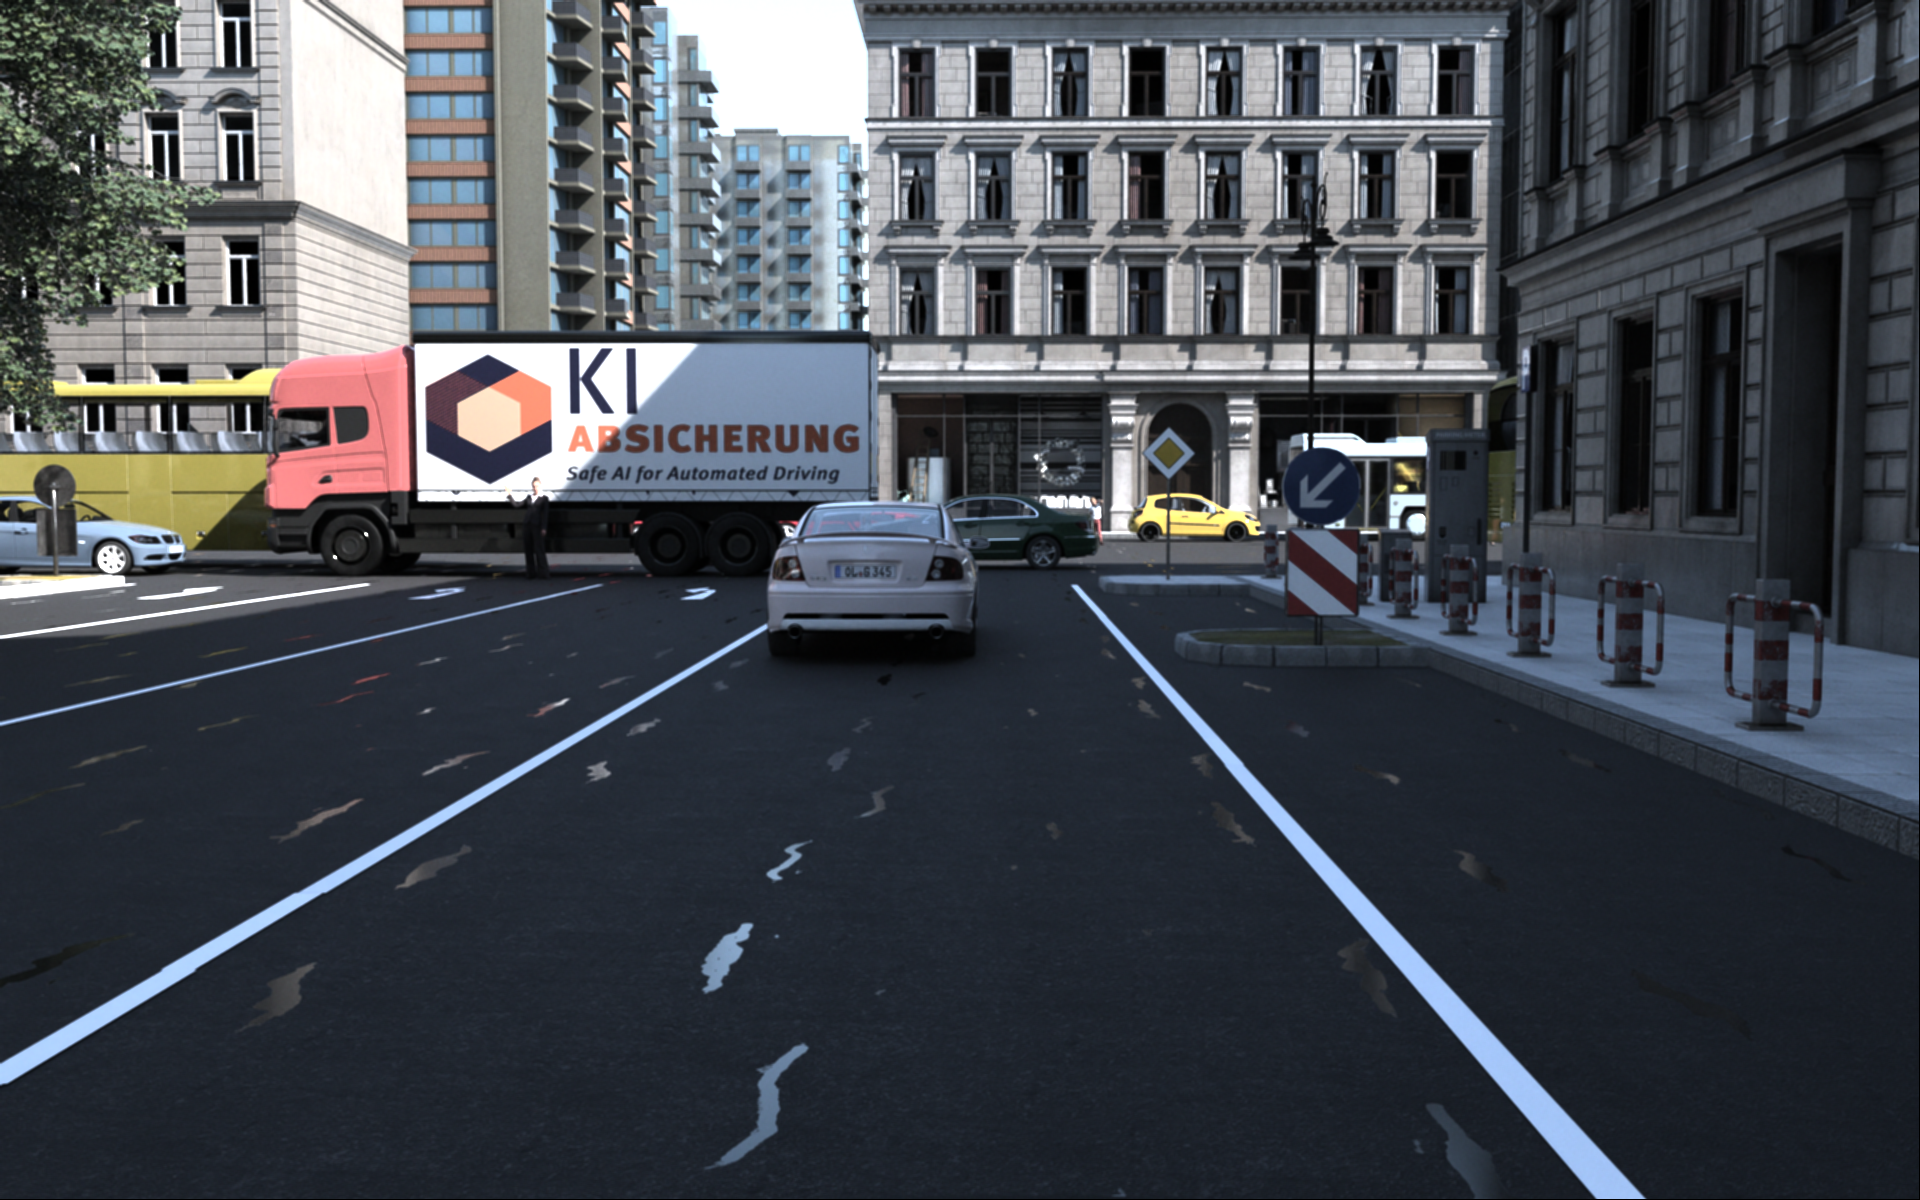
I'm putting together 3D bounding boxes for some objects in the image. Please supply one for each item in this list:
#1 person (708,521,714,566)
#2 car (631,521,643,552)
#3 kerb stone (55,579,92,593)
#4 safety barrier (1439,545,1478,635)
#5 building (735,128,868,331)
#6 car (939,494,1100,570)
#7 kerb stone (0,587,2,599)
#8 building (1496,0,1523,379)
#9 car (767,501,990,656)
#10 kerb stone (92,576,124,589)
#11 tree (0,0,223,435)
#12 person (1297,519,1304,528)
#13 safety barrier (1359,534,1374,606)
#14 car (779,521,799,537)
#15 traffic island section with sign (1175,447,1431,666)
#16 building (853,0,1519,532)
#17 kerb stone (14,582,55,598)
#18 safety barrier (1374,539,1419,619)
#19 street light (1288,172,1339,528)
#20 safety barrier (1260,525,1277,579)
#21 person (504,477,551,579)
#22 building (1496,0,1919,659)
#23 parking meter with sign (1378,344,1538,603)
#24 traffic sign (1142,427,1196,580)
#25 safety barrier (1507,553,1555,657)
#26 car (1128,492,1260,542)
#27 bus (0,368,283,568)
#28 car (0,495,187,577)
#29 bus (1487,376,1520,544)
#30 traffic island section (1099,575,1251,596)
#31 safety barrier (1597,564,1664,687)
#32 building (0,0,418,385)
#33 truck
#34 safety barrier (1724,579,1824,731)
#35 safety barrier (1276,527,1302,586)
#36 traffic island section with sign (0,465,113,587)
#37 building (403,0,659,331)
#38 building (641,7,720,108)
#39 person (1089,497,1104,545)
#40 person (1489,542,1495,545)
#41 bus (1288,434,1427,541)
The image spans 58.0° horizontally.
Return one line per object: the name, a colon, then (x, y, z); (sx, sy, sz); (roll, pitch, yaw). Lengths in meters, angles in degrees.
person: (-4.833, -1.577, 34.686); (0.661, 1.777, 0.834); (3, 4, 39)
car: (-9.089, -2.073, 42.929); (4.494, 1.783, 2.155); (0, 4, -1)
kerb stone: (-13.131, -0.197, 25.483); (0.120, 0.150, 1.000); (0, 4, 1)
safety barrier: (4.544, -0.092, 15.774); (0.300, 0.817, 1.120); (0, 4, 1)
building: (-26.575, -37.279, 229.116); (30.456, 49.044, 23.786); (0, 4, 1)
car: (0.247, -1.336, 33.646); (4.920, 1.459, 2.131); (0, 4, 2)
kerb stone: (-13.164, -0.075, 23.416); (0.120, 0.150, 1.000); (0, 4, 1)
building: (28.729, -14.954, 62.522); (19.932, 24.808, 12.078); (0, 4, 1)
car: (-0.754, -0.267, 16.731); (2.083, 1.381, 4.827); (0, 4, 1)
kerb stone: (-13.109, -0.264, 26.520); (0.120, 0.150, 1.000); (0, 4, 1)
tree: (-14.224, -6.883, 21.642); (9.857, 13.997, 8.962); (0, 3, 0)
person: (9.597, -2.384, 48.276); (0.445, 1.727, 0.742); (-1, 4, -19)
safety barrier: (4.623, -0.350, 19.993); (0.300, 0.817, 1.120); (0, 4, 1)
car: (-3.033, -2.239, 45.651); (4.494, 1.783, 2.155); (0, 4, 2)
traffic island section with sign: (2.951, -0.412, 15.360); (1.989, 1.847, 2.006); (0, 4, 1)
building: (-1.713, -12.930, 62.308); (40.483, 20.767, 10.553); (0, 4, 1)
kerb stone: (-13.147, -0.130, 24.450); (0.120, 0.150, 1.000); (0, 4, 1)
safety barrier: (4.578, -0.221, 17.881); (0.300, 0.817, 1.120); (0, 4, 1)
street light: (5.134, -3.212, 25.303); (0.468, 5.910, 1.993); (0, 4, 1)
safety barrier: (4.734, -0.737, 26.331); (0.300, 0.817, 1.120); (0, 4, 1)
person: (-7.278, -1.213, 29.131); (0.742, 1.727, 0.445); (-1, 4, -17)
building: (12.219, -9.187, 14.838); (10.561, 19.102, 19.286); (0, 4, 1)
parking meter with sign: (5.882, -1.486, 20.560); (1.738, 3.016, 0.543); (0, 4, 7)
traffic sign: (3.107, -1.358, 25.842); (0.795, 2.450, 0.064); (0, 4, 1)
safety barrier: (4.498, 0.037, 13.668); (0.300, 0.817, 1.120); (0, 4, 1)
car: (7.112, -2.596, 52.663); (3.980, 1.641, 2.015); (0, 4, 1)
bus: (-15.019, -2.632, 34.584); (12.252, 3.916, 2.896); (0, 4, 2)
car: (-16.197, -1.156, 30.896); (4.499, 1.417, 2.014); (0, 4, 1)
bus: (15.860, -2.409, 30.935); (12.252, 3.916, 2.896); (0, 4, -1)
traffic island section: (3.131, -0.223, 25.919); (2.009, 0.180, 2.903); (0, 4, 1)
safety barrier: (4.462, 0.167, 11.550); (0.300, 0.817, 1.120); (0, 4, 1)
building: (-34.472, -16.331, 64.277); (25.104, 27.353, 12.463); (0, 4, 1)
truck: (-7.119, -2.572, 30.965); (11.283, 4.237, 2.839); (0, 4, 1)
safety barrier: (4.420, 0.296, 9.439); (0.300, 0.817, 1.120); (0, 4, 1)
safety barrier: (4.696, -0.608, 24.223); (0.300, 0.817, 1.120); (0, 4, 1)
traffic island section with sign: (-14.153, -1.122, 26.477); (2.006, 1.907, 1.989); (0, 4, 1)
building: (-36.151, -29.445, 136.055); (22.147, 44.769, 28.867); (0, 4, 1)
building: (-39.659, -33.795, 172.155); (30.456, 49.044, 23.786); (0, 4, 1)
person: (3.862, -2.235, 48.960); (0.435, 1.345, 0.340); (1, 4, 11)
person: (15.033, -2.427, 48.455); (0.573, 1.790, 0.520); (1, 4, 23)
bus: (17.011, -3.593, 53.601); (13.247, 3.499, 2.948); (0, 4, 0)
